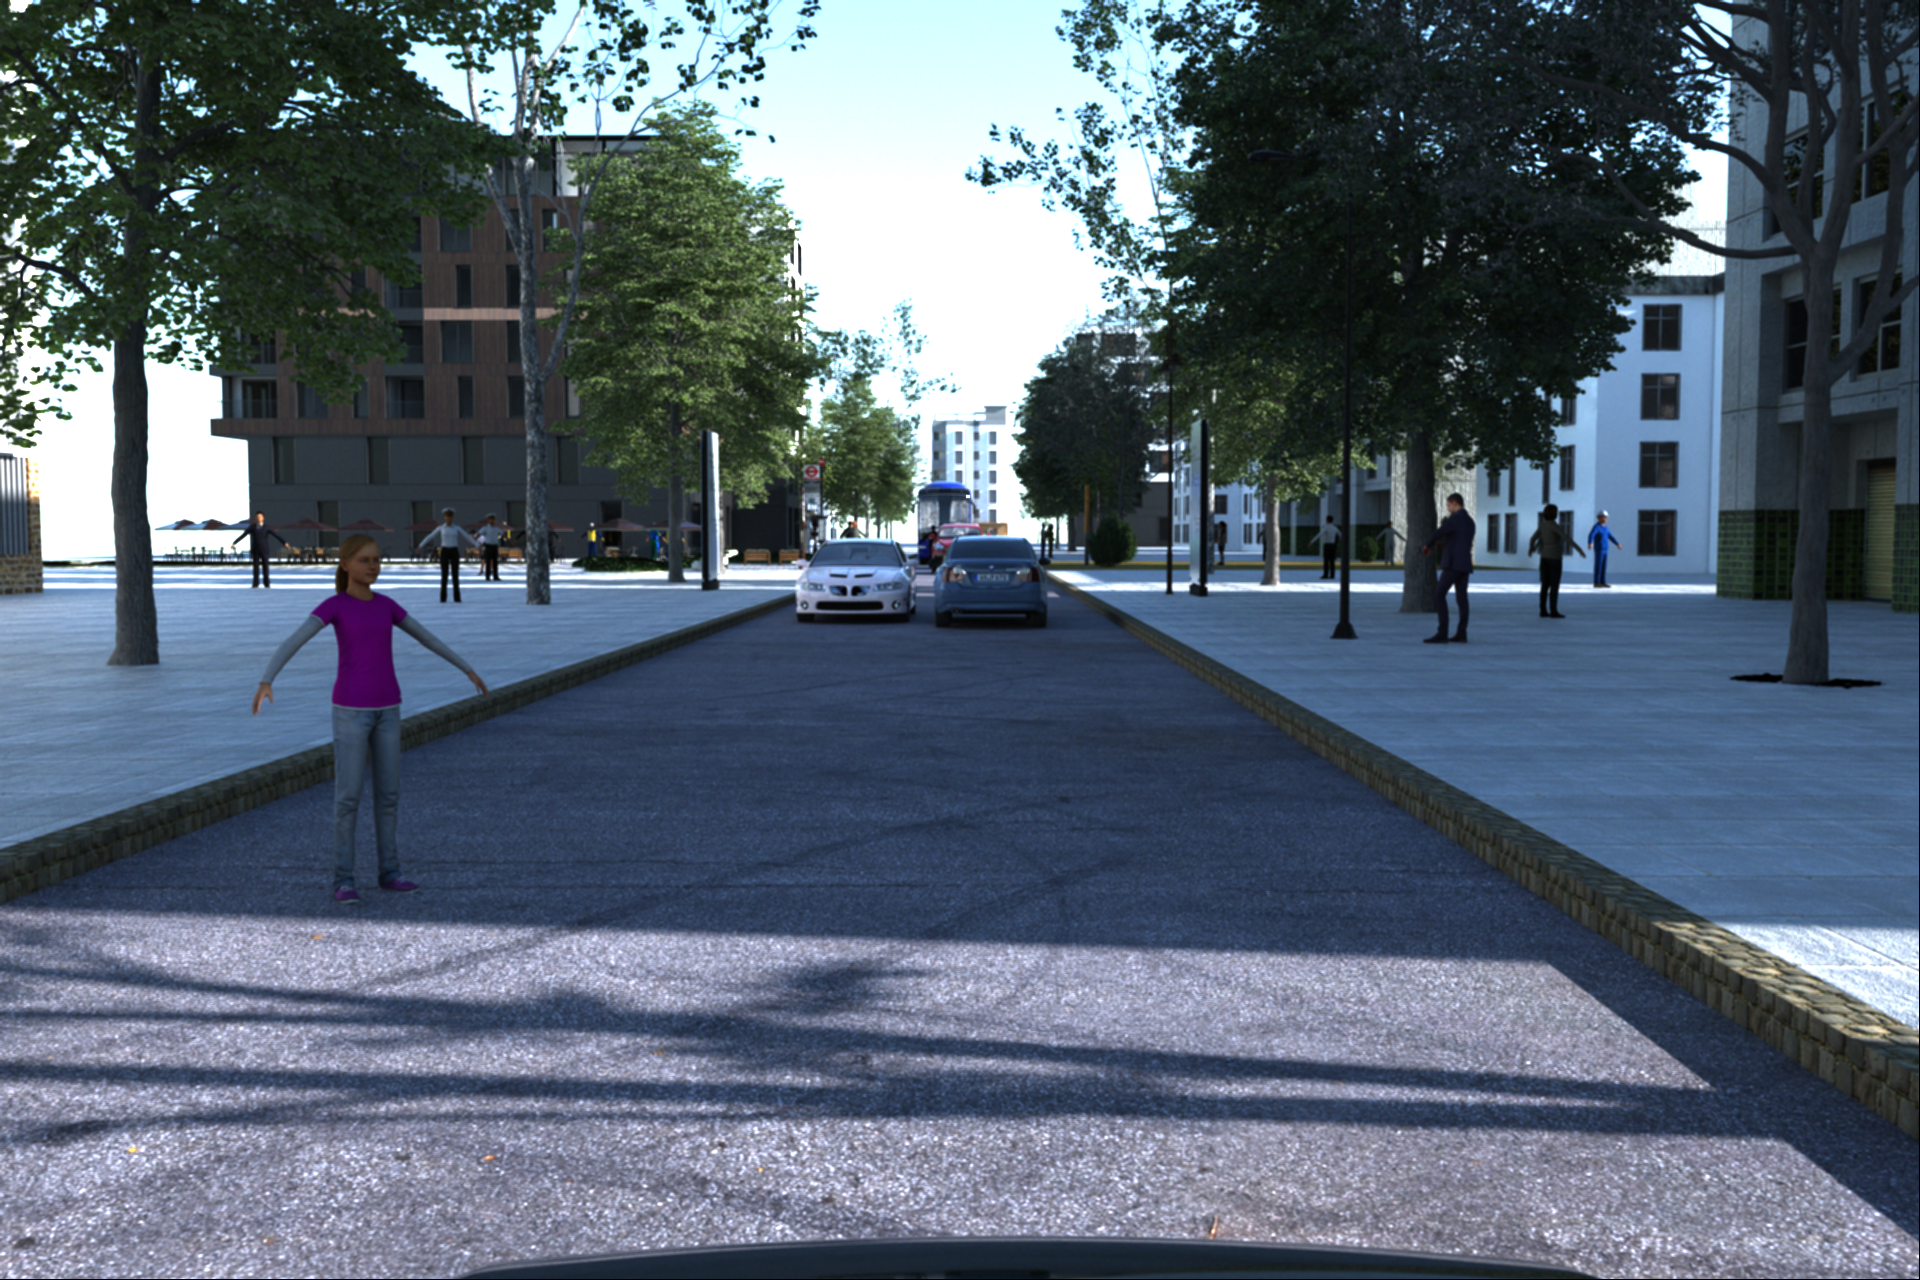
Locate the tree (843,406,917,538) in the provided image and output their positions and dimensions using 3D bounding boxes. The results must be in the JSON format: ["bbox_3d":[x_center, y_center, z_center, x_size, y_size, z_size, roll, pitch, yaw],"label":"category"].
[{"bbox_3d":[-7.371,-14.384,153.302,7.486,12.596,7.792,0,3,0],"label":"tree"}]

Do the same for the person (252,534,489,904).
[{"bbox_3d":[-2.305,0.301,6.806,0.599,1.433,0.991,3,5,42],"label":"person"}]

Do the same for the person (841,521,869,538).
[{"bbox_3d":[-4.085,-3.724,67.155,1.348,1.796,0.705,-1,4,-11],"label":"person"}]

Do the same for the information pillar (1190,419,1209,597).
[{"bbox_3d":[4.996,-2.745,36.191,0.184,3.620,1.656,0,4,1],"label":"information pillar"}]

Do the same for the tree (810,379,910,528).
[{"bbox_3d":[-7.537,-12.735,126.344,7.486,12.596,7.792,0,3,0],"label":"tree"}]

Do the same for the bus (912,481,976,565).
[{"bbox_3d":[-0.710,-5.687,84.536,2.896,3.916,12.251,0,4,0],"label":"bus"}]

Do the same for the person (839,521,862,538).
[{"bbox_3d":[-4.379,-3.866,69.344,1.346,1.812,0.704,2,4,33],"label":"person"}]

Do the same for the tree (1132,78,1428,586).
[{"bbox_3d":[7.987,-7.659,43.353,7.486,12.596,7.792,0,3,0],"label":"tree"}]

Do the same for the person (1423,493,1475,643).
[{"bbox_3d":[5.747,-0.857,20.502,0.568,1.767,0.683,3,5,44],"label":"person"}]

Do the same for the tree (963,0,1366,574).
[{"bbox_3d":[6.981,-12.250,56.175,12.611,20.169,13.585,0,3,0],"label":"tree"}]

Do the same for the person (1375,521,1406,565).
[{"bbox_3d":[17.560,-3.947,70.713,1.347,1.806,0.705,0,4,-4],"label":"person"}]

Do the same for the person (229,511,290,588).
[{"bbox_3d":[-16.742,-2.164,41.437,1.345,1.823,0.704,-1,4,-17],"label":"person"}]

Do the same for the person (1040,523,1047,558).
[{"bbox_3d":[4.182,-4.921,86.308,0.705,1.847,1.347,0,4,5],"label":"person"}]

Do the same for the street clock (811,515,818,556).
[{"bbox_3d":[-5.403,-3.675,64.649,0.358,2.002,0.471,0,4,2],"label":"street clock"}]

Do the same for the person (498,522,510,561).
[{"bbox_3d":[-21.960,-4.742,83.315,0.705,1.856,1.354,1,4,15],"label":"person"}]

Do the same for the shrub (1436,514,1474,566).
[{"bbox_3d":[18.176,-3.681,64.218,1.661,2.075,1.752,0,3,0],"label":"shrub"}]

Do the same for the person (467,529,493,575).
[{"bbox_3d":[-15.029,-2.760,54.360,0.799,1.438,0.628,-2,4,-28],"label":"person"}]

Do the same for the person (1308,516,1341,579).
[{"bbox_3d":[10.565,-2.661,49.658,1.344,1.810,0.704,-2,4,-28],"label":"person"}]

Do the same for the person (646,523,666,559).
[{"bbox_3d":[-14.810,-4.769,84.094,1.347,1.817,0.704,3,4,37],"label":"person"}]

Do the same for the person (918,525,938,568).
[{"bbox_3d":[-1.127,-3.973,73.639,1.346,1.802,0.704,0,4,3],"label":"person"}]

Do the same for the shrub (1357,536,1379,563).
[{"bbox_3d":[18.222,-4.052,77.366,1.383,1.207,1.383,0,3,0],"label":"shrub"}]

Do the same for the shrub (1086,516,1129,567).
[{"bbox_3d":[5.753,-3.858,67.494,1.690,2.028,1.600,0,3,0],"label":"shrub"}]

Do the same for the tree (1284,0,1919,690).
[{"bbox_3d":[7.419,-6.371,14.529,12.009,13.543,11.850,0,3,0],"label":"tree"}]

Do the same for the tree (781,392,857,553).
[{"bbox_3d":[-7.739,-8.583,90.691,4.737,8.622,4.395,0,3,0],"label":"tree"}]

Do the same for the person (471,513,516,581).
[{"bbox_3d":[-12.886,-2.564,47.705,1.343,1.855,0.704,-3,5,-43],"label":"person"}]

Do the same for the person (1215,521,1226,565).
[{"bbox_3d":[10.934,-4.062,72.556,0.704,1.843,1.345,0,4,-4],"label":"person"}]

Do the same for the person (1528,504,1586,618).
[{"bbox_3d":[9.154,-1.216,26.644,0.721,1.744,1.215,-1,4,-22],"label":"person"}]

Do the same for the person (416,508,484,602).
[{"bbox_3d":[-9.587,-1.596,32.556,1.216,1.778,0.721,-1,4,-21],"label":"person"}]

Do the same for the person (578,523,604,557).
[{"bbox_3d":[-18.716,-5.018,88.018,1.349,1.833,0.705,0,4,7],"label":"person"}]

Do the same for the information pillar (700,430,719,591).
[{"bbox_3d":[-5.763,-2.974,39.946,0.184,3.620,1.656,0,4,0],"label":"information pillar"}]

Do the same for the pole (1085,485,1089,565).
[{"bbox_3d":[5.275,-4.780,71.991,0.158,3.312,0.155,0,3,0],"label":"pole"}]

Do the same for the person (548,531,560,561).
[{"bbox_3d":[-19.540,-4.666,82.222,0.705,1.837,1.347,3,5,45],"label":"person"}]

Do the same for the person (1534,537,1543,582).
[{"bbox_3d":[15.797,-2.288,46.613,0.989,1.438,0.599,-2,4,-27],"label":"person"}]

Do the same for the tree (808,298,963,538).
[{"bbox_3d":[-6.581,-17.317,139.020,12.611,20.169,13.585,0,3,0],"label":"tree"}]

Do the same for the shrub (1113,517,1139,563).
[{"bbox_3d":[7.142,-4.436,76.940,1.690,2.028,1.600,0,3,0],"label":"shrub"}]

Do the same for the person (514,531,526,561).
[{"bbox_3d":[-19.975,-4.531,80.274,1.347,1.806,0.705,0,4,-8],"label":"person"}]

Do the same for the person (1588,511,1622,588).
[{"bbox_3d":[15.362,-2.174,41.423,1.347,1.842,0.705,-3,4,-38],"label":"person"}]

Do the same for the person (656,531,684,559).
[{"bbox_3d":[-12.088,-4.028,72.315,1.216,1.772,0.721,0,4,7],"label":"person"}]

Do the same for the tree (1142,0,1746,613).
[{"bbox_3d":[7.586,-7.426,28.075,9.857,13.997,8.962,0,3,0],"label":"tree"}]

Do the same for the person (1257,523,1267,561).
[{"bbox_3d":[14.655,-4.681,82.658,0.705,1.813,1.348,-3,4,-37],"label":"person"}]

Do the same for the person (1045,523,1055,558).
[{"bbox_3d":[4.923,-5.359,93.383,0.705,1.858,1.354,0,4,-4],"label":"person"}]

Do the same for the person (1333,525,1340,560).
[{"bbox_3d":[18.546,-4.819,85.513,0.721,1.740,1.216,2,4,32],"label":"person"}]
